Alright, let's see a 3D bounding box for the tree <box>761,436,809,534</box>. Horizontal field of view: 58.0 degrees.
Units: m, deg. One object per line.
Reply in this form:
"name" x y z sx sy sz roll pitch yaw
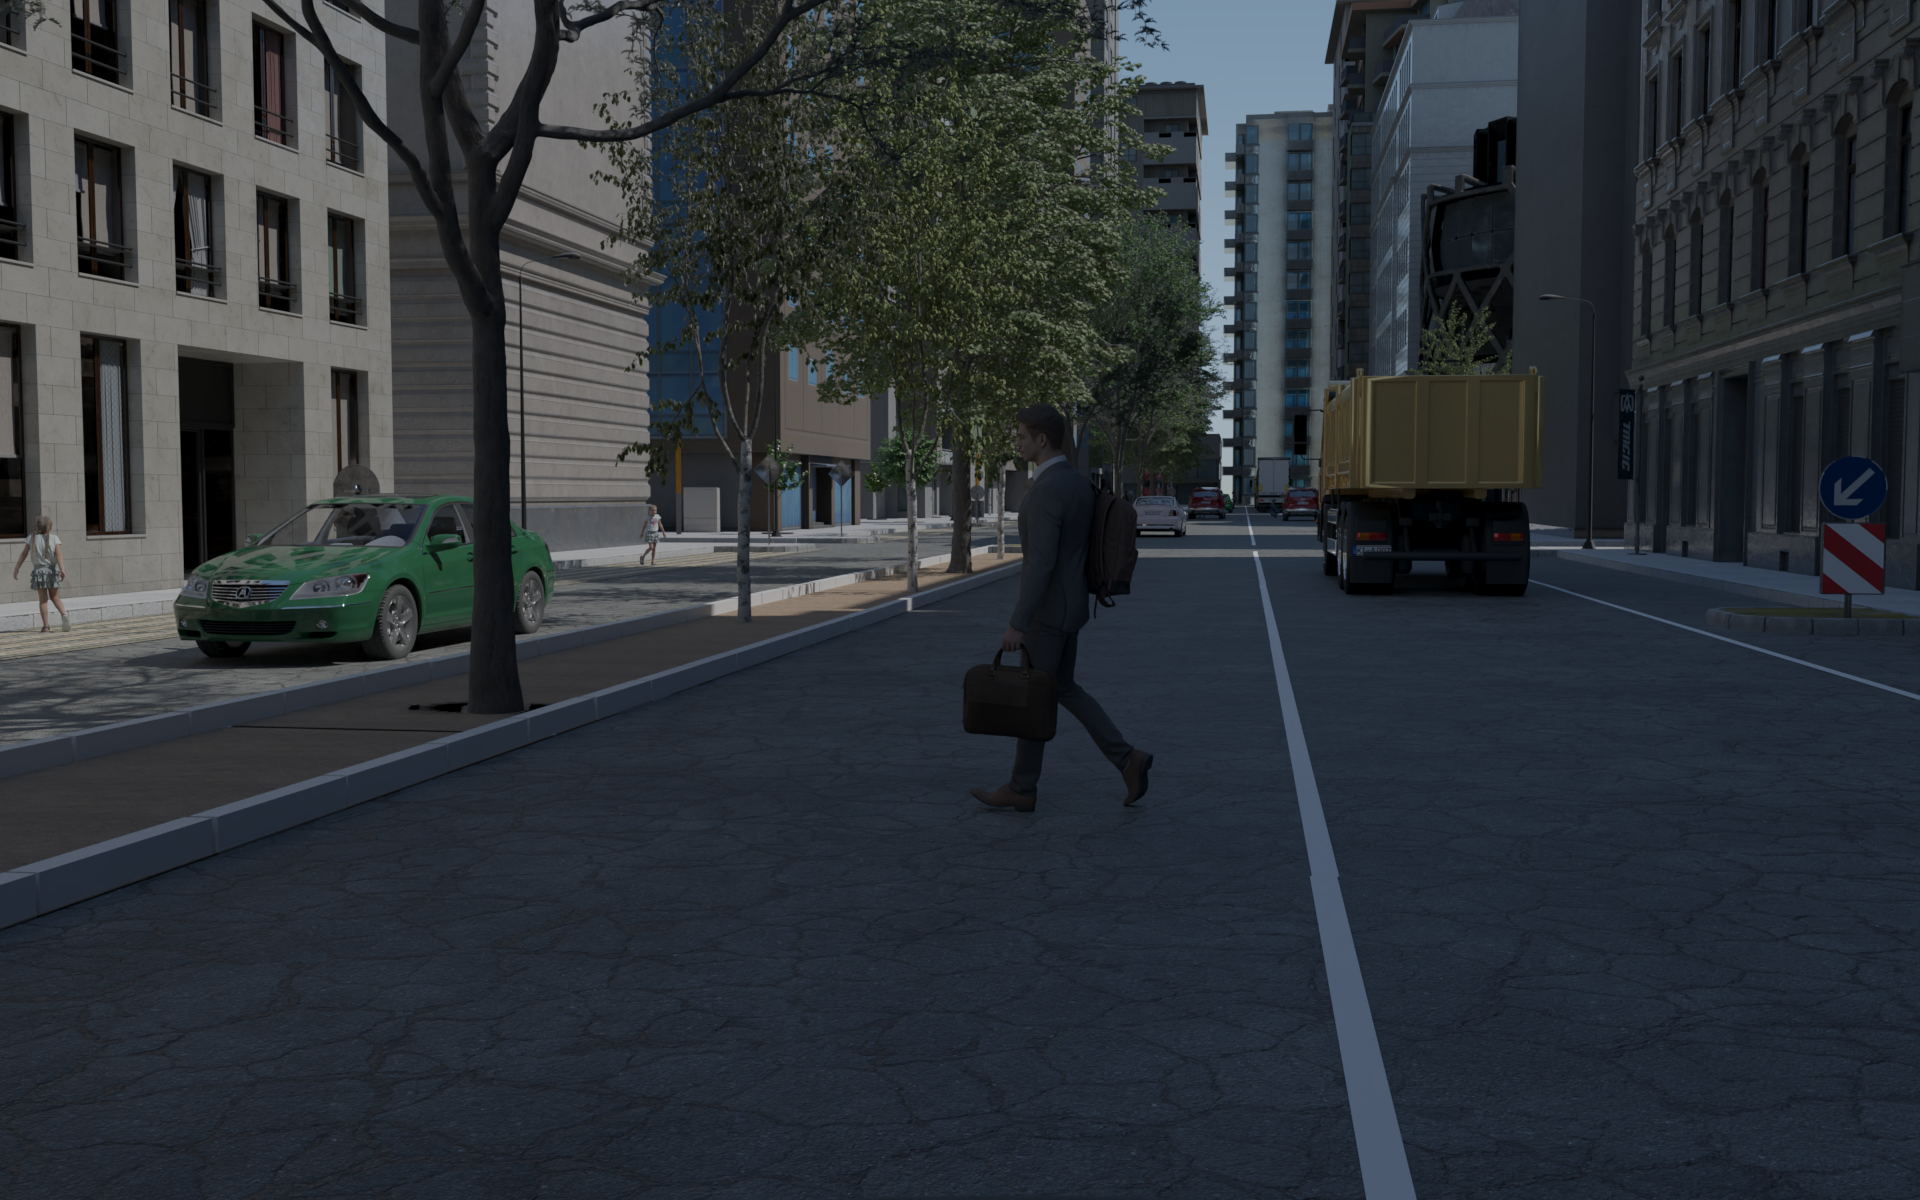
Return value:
"tree" -5.920 -3.719 55.412 1.663 3.219 1.824 0 3 0

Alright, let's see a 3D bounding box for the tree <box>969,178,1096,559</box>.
"tree" 0.912 -5.196 37.776 4.360 8.622 3.978 0 3 0

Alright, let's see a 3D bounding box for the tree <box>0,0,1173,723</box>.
"tree" -3.041 -5.993 10.809 12.009 13.543 11.850 0 3 0

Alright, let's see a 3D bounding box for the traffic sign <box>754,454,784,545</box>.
"traffic sign" -4.816 -2.449 43.686 0.795 2.450 0.064 1 4 9

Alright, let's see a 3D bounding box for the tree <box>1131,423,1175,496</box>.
"tree" 11.573 -9.066 101.055 4.360 8.622 3.978 0 3 0

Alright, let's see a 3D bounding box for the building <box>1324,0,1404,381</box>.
"building" 53.048 -36.184 180.844 28.713 52.752 27.495 1 4 9

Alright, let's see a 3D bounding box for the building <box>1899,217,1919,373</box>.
"building" 16.497 -11.442 6.150 14.314 24.678 30.058 1 4 9

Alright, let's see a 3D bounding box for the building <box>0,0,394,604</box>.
"building" -16.117 -10.201 21.541 10.420 20.320 16.860 1 4 9

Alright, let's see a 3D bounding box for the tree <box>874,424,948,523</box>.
"tree" -2.230 -5.773 78.109 4.285 4.588 4.351 0 3 0

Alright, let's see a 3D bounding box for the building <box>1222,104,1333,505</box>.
"building" 48.184 -36.421 215.086 30.456 49.044 23.786 1 4 9

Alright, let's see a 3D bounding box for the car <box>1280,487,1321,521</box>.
"car" 18.410 -5.173 93.257 2.281 1.827 5.304 1 4 10

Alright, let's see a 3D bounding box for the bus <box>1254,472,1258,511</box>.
"bus" 27.188 -9.787 151.559 2.896 3.916 12.252 1 4 10

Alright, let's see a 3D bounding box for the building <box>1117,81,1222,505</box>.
"building" 19.864 -38.774 223.199 27.495 52.752 28.713 1 4 9

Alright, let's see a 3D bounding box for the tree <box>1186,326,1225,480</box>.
"tree" 10.373 -10.594 93.804 7.486 12.596 7.792 0 3 0

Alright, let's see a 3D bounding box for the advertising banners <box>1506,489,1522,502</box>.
"advertising banners" 15.515 -3.185 48.269 0.090 3.025 2.074 0 4 4

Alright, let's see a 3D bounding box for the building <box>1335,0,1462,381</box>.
"building" 44.997 -30.503 153.347 22.147 44.769 28.867 1 4 9

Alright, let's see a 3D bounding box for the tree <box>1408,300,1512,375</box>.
"tree" 19.360 -7.126 66.879 4.737 8.622 4.395 0 3 0

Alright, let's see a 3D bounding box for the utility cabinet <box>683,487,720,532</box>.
"utility cabinet" -8.625 -3.009 57.875 1.173 1.500 0.318 1 4 11

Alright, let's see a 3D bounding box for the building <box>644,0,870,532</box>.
"building" -11.677 -25.372 64.943 14.600 45.320 14.200 1 4 9

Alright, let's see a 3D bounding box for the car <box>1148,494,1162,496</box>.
"car" 17.566 -8.933 155.837 2.009 1.686 4.222 1 4 8

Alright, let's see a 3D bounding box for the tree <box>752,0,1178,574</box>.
"tree" -0.021 -6.769 31.250 7.486 12.596 7.792 0 3 0

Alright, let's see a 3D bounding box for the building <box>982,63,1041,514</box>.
"building" -2.619 -21.058 116.001 14.160 30.474 14.107 1 4 9

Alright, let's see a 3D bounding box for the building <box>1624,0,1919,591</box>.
"building" 18.716 -11.082 30.337 9.793 20.994 18.267 1 4 9

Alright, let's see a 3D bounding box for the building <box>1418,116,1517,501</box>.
"building" 30.735 -13.217 83.555 16.820 18.784 16.811 1 4 9

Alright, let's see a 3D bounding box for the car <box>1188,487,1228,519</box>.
"car" 14.248 -5.573 99.793 2.281 1.827 5.304 1 4 10

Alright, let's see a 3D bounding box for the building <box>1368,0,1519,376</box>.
"building" 31.796 -20.130 106.618 11.434 29.767 29.804 1 4 9

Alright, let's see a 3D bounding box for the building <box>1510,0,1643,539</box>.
"building" 30.197 -15.821 52.177 24.014 27.812 14.314 1 4 9

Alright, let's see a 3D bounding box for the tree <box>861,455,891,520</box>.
"tree" -4.211 -5.603 86.202 1.663 3.219 1.824 0 3 0

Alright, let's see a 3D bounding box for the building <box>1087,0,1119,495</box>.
"building" 6.499 -46.025 190.757 20.611 71.187 20.563 1 4 9

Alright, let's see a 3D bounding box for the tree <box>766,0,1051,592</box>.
"tree" -0.688 -4.396 24.686 4.737 8.622 4.395 0 3 0

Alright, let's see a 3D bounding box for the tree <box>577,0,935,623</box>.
"tree" -2.374 -4.062 19.228 4.360 8.622 3.978 0 3 0

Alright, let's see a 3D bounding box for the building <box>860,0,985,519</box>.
"building" -6.614 -25.100 93.976 14.154 41.232 14.086 1 4 9

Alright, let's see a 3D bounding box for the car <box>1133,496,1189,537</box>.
"car" 6.727 -2.858 59.093 2.083 1.381 4.827 1 4 10

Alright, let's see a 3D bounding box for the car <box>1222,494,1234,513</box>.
"car" 19.906 -7.546 132.181 1.959 1.807 4.718 1 4 11

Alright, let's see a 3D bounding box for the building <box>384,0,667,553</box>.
"building" -17.785 -12.950 40.605 19.941 23.489 11.050 1 4 9

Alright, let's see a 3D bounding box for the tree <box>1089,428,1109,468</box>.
"tree" 13.729 -13.973 178.819 4.737 8.622 4.395 0 3 0

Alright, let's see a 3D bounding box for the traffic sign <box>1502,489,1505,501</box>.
"traffic sign" 12.792 -2.273 40.800 0.795 2.450 0.064 1 4 9

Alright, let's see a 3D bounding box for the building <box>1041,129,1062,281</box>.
"building" 0.130 -22.165 134.091 14.160 30.474 14.107 1 4 9

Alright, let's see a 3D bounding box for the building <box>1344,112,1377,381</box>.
"building" 36.717 -22.117 133.315 14.160 30.474 14.107 1 4 9

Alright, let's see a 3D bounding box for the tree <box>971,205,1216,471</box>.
"tree" 3.760 -7.157 53.881 8.767 10.594 7.601 1 4 9

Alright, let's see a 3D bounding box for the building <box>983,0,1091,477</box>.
"building" 3.595 -30.477 148.410 14.600 45.320 14.200 1 4 9

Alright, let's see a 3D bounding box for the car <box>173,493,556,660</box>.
"car" -5.496 -0.292 16.577 2.131 1.459 4.920 1 4 10

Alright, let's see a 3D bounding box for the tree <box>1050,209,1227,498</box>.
"tree" 5.817 -8.212 62.478 9.928 11.665 9.643 0 3 0

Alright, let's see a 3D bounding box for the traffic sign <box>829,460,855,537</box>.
"traffic sign" -3.529 -2.931 51.567 0.795 2.450 0.064 1 4 9

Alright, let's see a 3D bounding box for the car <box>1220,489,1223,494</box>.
"car" 20.267 -7.954 138.721 2.281 1.827 5.304 1 4 8
